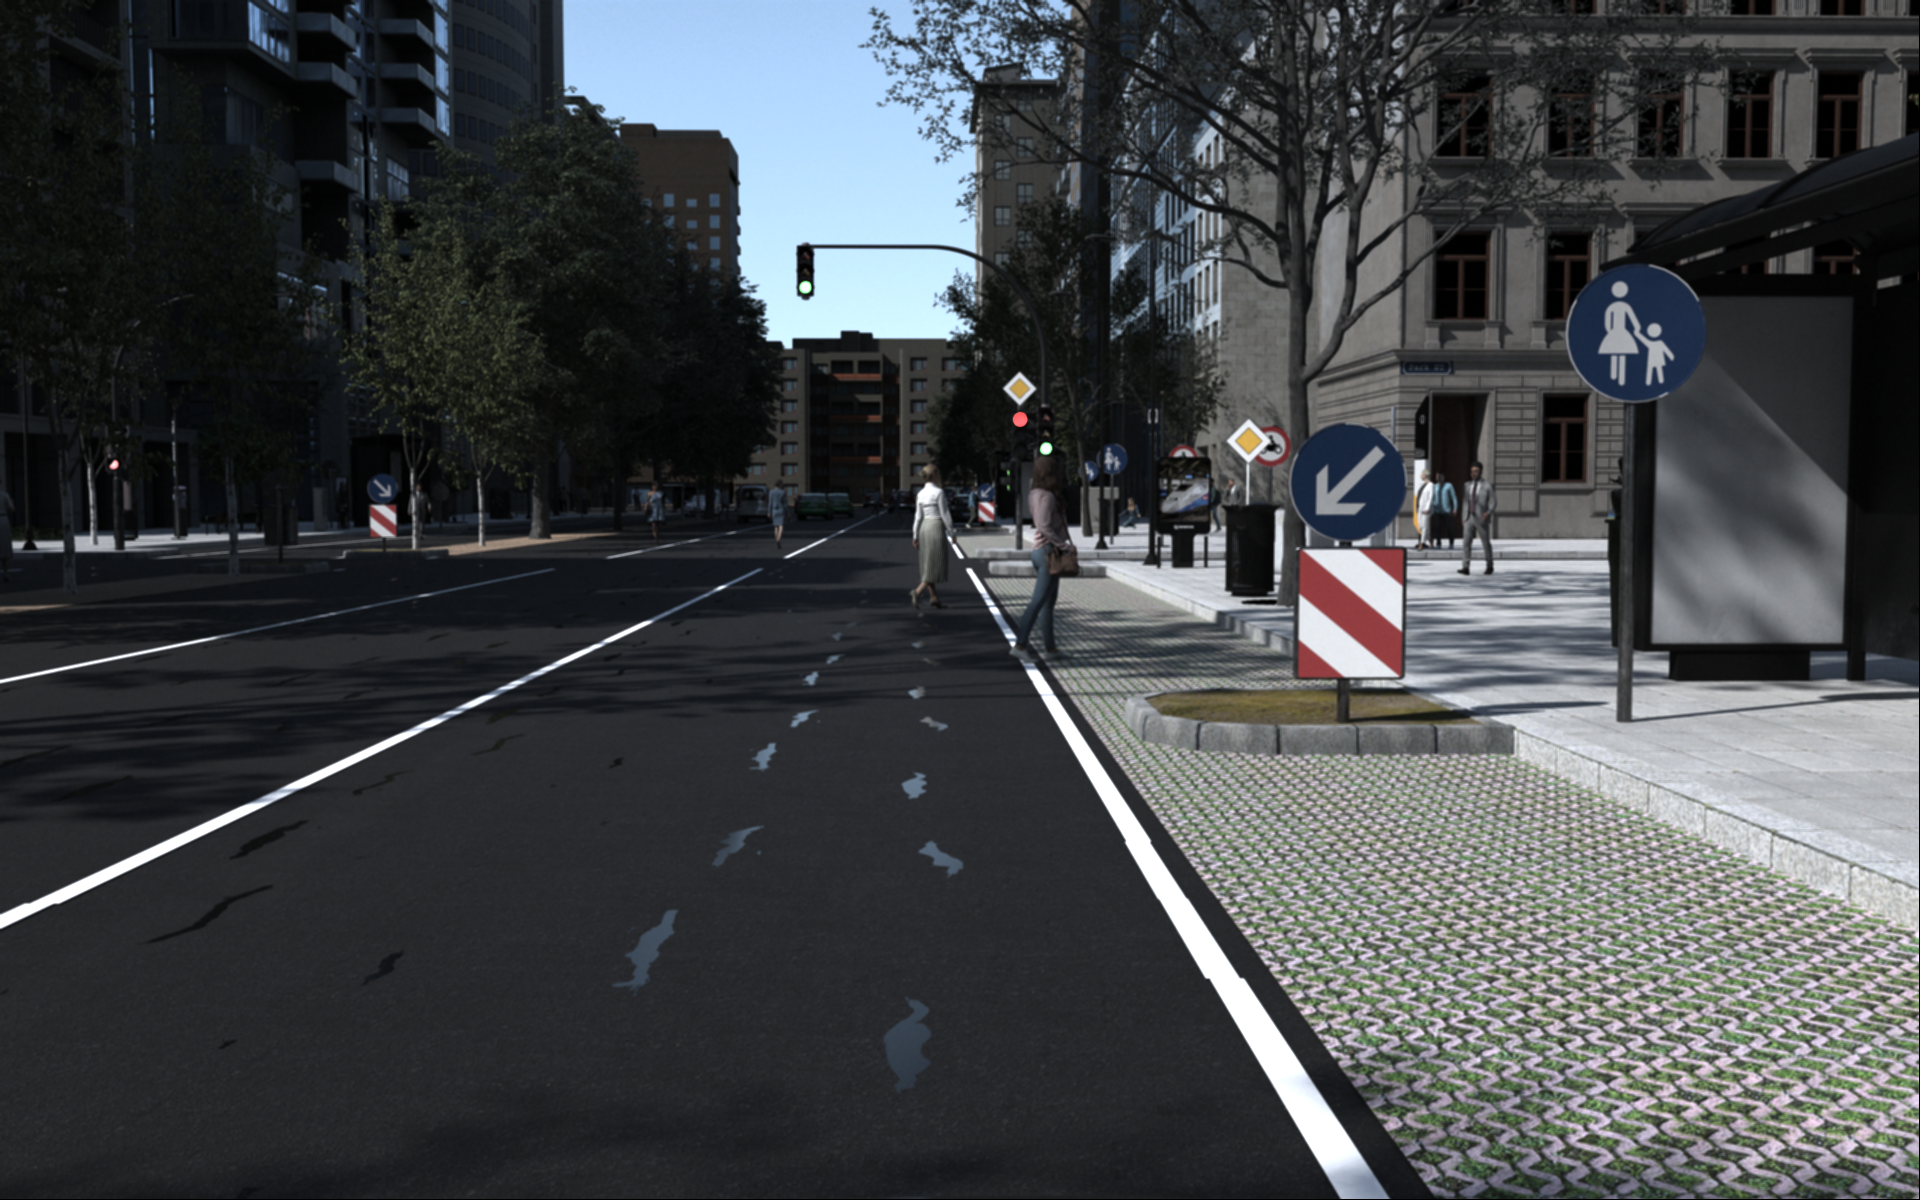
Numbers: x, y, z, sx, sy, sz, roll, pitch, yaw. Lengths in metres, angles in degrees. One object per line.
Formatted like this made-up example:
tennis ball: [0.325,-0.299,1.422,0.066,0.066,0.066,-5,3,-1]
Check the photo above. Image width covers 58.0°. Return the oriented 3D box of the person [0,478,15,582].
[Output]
person: [-15.678,-1.173,28.247,0.480,1.755,0.524,-2,4,-28]

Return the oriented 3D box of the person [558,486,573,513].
person: [-26.495,-6.707,115.805,1.348,1.812,0.705,-2,4,-30]

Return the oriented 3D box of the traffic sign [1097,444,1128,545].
traffic sign: [3.854,-2.678,43.898,0.768,2.556,0.104,0,4,0]

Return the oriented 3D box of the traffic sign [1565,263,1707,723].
traffic sign: [3.742,-0.586,9.681,0.768,2.556,0.104,0,4,3]

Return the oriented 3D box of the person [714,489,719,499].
person: [-26.864,-11.201,189.267,1.350,1.814,0.705,2,4,26]

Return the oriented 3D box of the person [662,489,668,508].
person: [-26.530,-9.088,155.447,0.721,1.723,1.217,1,4,21]

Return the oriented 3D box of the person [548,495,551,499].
person: [-28.311,-6.760,117.286,1.217,1.735,0.721,-1,4,-9]

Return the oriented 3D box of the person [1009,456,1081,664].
person: [0.693,-0.347,14.765,0.643,1.750,0.593,-1,4,-14]

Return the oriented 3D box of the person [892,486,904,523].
person: [-3.049,-4.710,85.526,0.654,1.822,0.581,-1,4,-20]

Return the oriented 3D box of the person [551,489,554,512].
person: [-29.331,-7.229,124.760,0.750,1.759,0.617,3,5,40]

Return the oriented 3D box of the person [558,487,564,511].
person: [-30.130,-7.621,130.656,0.705,1.823,1.348,1,4,17]

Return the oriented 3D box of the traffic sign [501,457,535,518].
traffic sign: [-23.849,-6.140,94.260,2.265,3.308,0.079,0,4,3]

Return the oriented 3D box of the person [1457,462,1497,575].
person: [8.204,-1.291,27.419,0.678,1.792,0.850,3,5,44]

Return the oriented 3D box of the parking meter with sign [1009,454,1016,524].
parking meter with sign: [2.679,-4.768,74.218,0.543,3.016,1.738,-1,4,-22]

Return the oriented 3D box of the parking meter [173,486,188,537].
parking meter: [-23.469,-2.674,52.137,0.372,1.533,0.369,0,3,0]

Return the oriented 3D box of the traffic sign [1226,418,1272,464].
traffic sign: [5.011,-1.851,29.995,0.795,2.593,0.064,0,4,2]

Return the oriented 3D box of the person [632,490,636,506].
person: [-35.593,-11.198,190.072,0.436,1.711,0.756,-3,5,-41]

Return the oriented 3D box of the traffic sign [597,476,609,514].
traffic sign: [-22.430,-6.650,108.837,0.768,2.556,0.104,1,4,8]

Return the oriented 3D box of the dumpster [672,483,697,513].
dumpster: [-21.047,-7.824,132.868,1.985,2.255,1.502,0,4,-2]

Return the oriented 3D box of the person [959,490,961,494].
person: [0.190,-11.084,188.092,0.721,1.723,1.217,1,4,18]

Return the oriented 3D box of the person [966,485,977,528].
person: [0.469,-3.703,69.389,0.444,1.785,0.601,0,4,7]

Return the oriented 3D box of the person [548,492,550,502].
person: [-28.433,-6.852,118.987,0.541,1.710,0.530,0,4,8]

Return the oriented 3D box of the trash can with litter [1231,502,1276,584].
trash can with litter: [4.108,-0.818,24.763,0.624,1.170,1.055,-1,4,-9]

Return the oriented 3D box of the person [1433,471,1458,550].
person: [11.245,-2.087,40.178,0.660,1.820,0.620,2,4,31]

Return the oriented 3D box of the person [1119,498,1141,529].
person: [6.279,-3.158,63.173,0.738,1.151,1.012,-3,5,-42]

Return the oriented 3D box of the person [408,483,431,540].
person: [-16.866,-2.770,54.063,0.678,1.792,0.850,-1,4,-20]

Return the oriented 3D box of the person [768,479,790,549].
person: [-4.773,-2.255,45.390,0.581,1.822,0.654,1,4,17]

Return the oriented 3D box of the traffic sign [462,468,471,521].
traffic sign: [-23.876,-5.084,83.233,0.768,2.556,0.104,0,4,4]

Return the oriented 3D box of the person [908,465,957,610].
person: [-0.381,-0.781,21.492,0.641,1.798,0.478,-2,4,-35]

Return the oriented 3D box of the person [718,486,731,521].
person: [-12.622,-5.170,92.893,0.748,1.841,0.638,2,4,34]

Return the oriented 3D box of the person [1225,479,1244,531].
person: [9.406,-3.256,59.458,0.473,1.802,0.592,-2,4,-30]

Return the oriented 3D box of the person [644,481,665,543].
person: [-9.011,-2.598,51.067,0.616,1.811,0.778,-1,4,-16]

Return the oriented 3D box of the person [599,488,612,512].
person: [-25.728,-7.285,125.667,0.721,1.766,1.217,2,4,35]

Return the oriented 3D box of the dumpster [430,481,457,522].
dumpster: [-23.675,-4.457,78.636,1.264,1.857,1.865,0,4,-1]

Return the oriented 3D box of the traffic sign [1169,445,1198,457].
traffic sign: [5.752,-2.726,44.682,0.768,2.556,0.104,0,3,0]

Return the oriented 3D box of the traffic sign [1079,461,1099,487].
traffic sign: [4.963,-4.083,66.859,0.768,2.556,0.104,0,4,4]

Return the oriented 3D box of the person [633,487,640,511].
person: [-24.345,-7.593,130.058,0.599,1.838,0.709,1,4,20]

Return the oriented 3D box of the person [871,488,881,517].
person: [-5.276,-6.108,108.386,0.620,1.820,0.660,-3,4,-37]

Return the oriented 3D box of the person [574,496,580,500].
person: [-26.970,-7.044,121.931,0.721,1.735,1.217,-2,4,-28]

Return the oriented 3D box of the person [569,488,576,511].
person: [-29.110,-7.563,130.255,0.434,1.755,0.990,1,4,20]

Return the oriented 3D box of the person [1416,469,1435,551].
person: [10.577,-2.036,39.216,0.818,1.842,0.514,-3,5,-40]

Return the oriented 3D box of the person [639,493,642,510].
person: [-26.457,-8.254,142.463,0.593,1.643,0.415,-2,4,-32]

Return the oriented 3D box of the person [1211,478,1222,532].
person: [8.460,-3.192,58.220,0.713,1.824,0.794,1,4,14]

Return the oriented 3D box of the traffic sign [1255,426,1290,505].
traffic sign: [5.779,-1.968,32.289,0.768,2.556,0.104,0,4,6]

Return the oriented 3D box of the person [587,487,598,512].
person: [-26.529,-7.184,123.503,1.348,1.824,0.705,-1,4,-9]

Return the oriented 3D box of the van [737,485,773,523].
van: [-10.087,-4.843,86.199,2.013,2.044,4.112,0,4,-1]

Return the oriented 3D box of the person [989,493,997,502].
person: [2.476,-7.850,135.120,1.217,1.736,0.721,0,4,-3]

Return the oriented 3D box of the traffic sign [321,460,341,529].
traffic sign: [-23.386,-3.930,64.364,0.768,2.556,0.104,0,4,5]

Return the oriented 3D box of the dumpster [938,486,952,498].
dumpster: [-1.784,-10.469,176.122,1.985,2.255,1.502,0,3,0]

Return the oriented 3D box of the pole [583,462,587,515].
pole: [-23.504,-7.014,108.525,0.158,3.312,0.155,0,3,0]

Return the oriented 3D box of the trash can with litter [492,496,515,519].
trash can with litter: [-23.057,-4.654,87.474,1.055,1.170,0.624,-2,4,-26]
